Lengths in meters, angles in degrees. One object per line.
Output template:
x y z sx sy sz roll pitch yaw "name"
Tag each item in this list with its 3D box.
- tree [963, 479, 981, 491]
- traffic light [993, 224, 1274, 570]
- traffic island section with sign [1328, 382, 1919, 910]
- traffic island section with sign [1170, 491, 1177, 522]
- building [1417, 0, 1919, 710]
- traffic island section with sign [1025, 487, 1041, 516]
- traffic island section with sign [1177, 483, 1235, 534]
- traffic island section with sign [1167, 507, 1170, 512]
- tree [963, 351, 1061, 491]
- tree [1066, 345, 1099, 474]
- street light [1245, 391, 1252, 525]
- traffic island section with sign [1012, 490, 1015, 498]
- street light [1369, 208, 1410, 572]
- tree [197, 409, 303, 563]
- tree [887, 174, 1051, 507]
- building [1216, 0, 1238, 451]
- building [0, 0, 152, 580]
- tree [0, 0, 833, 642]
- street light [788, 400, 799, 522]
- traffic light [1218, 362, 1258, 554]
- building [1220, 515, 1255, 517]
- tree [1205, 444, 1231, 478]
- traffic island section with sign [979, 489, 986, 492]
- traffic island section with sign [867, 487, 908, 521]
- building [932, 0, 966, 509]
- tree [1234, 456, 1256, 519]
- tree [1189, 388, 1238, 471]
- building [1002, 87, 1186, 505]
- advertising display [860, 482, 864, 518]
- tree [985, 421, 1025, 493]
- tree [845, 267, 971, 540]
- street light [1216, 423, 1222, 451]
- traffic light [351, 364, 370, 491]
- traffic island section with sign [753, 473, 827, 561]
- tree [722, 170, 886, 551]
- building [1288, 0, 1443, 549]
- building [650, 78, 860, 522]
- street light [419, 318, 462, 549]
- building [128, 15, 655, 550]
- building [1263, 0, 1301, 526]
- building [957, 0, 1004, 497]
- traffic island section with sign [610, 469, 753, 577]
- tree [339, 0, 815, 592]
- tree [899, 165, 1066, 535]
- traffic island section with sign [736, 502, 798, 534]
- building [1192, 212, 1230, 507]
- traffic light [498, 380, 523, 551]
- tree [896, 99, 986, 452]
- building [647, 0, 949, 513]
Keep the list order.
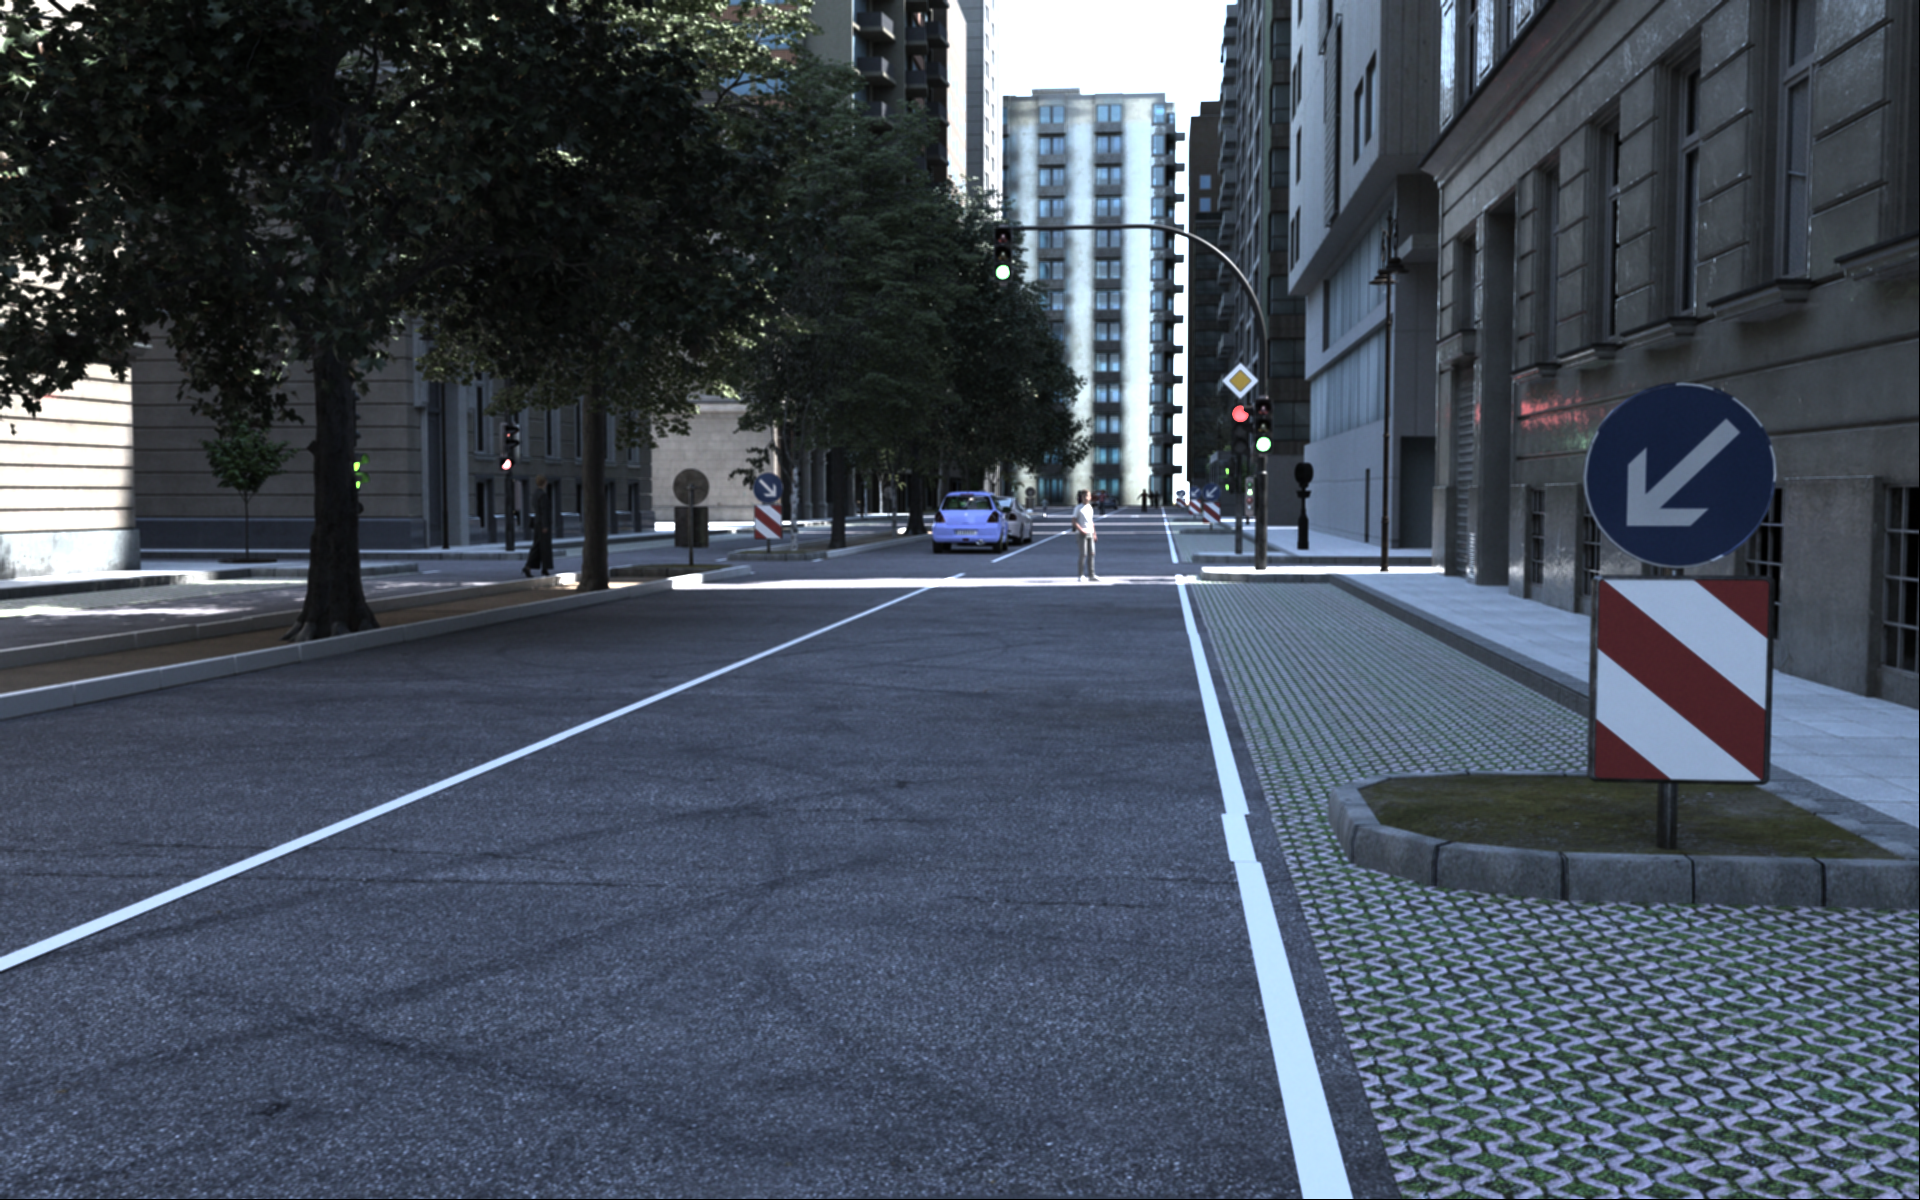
1.322 -10.219 161.676 1.663 3.219 1.824 0 3 0 "tree"
2.954 -3.334 29.179 4.771 5.953 1.251 0 4 7 "traffic light"
2.544 0.102 6.959 1.989 1.847 2.006 0 4 7 "traffic island section with sign"
12.090 -4.979 90.039 1.989 1.847 2.006 0 4 7 "traffic island section with sign"
13.320 -10.976 12.747 16.112 22.955 30.059 0 4 7 "building"
4.518 -6.388 112.584 2.006 1.907 1.989 0 4 7 "traffic island section with sign"
8.879 -3.268 62.054 1.989 1.847 2.006 0 4 7 "traffic island section with sign"
17.645 -7.936 138.386 1.989 1.847 2.006 0 4 7 "traffic island section with sign"
0.506 -8.723 79.495 8.767 10.594 7.601 0 4 7 "tree"
2.586 -10.618 93.068 9.611 12.733 9.660 0 3 0 "tree"
12.090 -6.106 72.624 0.468 5.910 1.993 0 4 7 "street light"
5.005 -9.734 167.781 1.989 1.847 2.006 0 4 7 "traffic island section with sign"
6.998 -3.400 28.376 0.468 5.910 1.993 0 4 7 "street light"
-13.525 -2.320 32.529 1.663 3.219 1.824 0 3 0 "tree"
-0.699 -9.837 69.952 9.857 13.997 8.962 0 3 0 "tree"
34.595 -32.769 155.375 23.786 49.044 30.456 0 4 7 "building"
-31.285 -12.619 25.398 34.723 24.649 14.460 0 4 7 "building"
-6.132 -5.954 16.821 9.611 12.733 9.660 0 3 0 "tree"
-7.627 -6.464 78.467 0.468 5.910 1.993 0 4 7 "street light"
5.955 -2.942 37.015 0.839 4.253 0.868 0 4 7 "traffic light"
25.139 -40.398 98.759 20.563 71.187 20.611 0 4 7 "building"
17.788 -7.975 114.101 4.285 4.588 4.351 0 3 0 "tree"
1.818 -8.037 140.035 1.989 1.847 2.006 0 4 7 "traffic island section with sign"
-3.773 -5.068 91.494 1.989 1.847 2.006 0 4 7 "traffic island section with sign"
-7.108 -30.569 149.915 14.600 45.320 14.200 0 4 7 "building"
14.526 -5.772 88.981 1.663 3.219 1.824 0 3 0 "tree"
17.980 -10.307 118.877 4.360 8.622 3.978 0 3 0 "tree"
11.433 -35.924 206.961 30.456 49.044 23.786 0 4 7 "building"
-5.321 -5.427 93.941 0.123 1.923 0.974 0 4 -7 "advertising display"
1.602 -8.129 85.727 4.737 8.622 4.395 0 3 0 "tree"
-1.986 -6.080 52.231 4.737 8.622 4.395 0 3 0 "tree"
16.520 -8.425 110.532 0.468 5.910 1.993 0 4 7 "street light"
-11.015 -2.568 30.905 0.839 4.253 0.868 0 4 7 "traffic light"
-4.056 -1.823 37.934 2.006 1.907 1.989 0 4 7 "traffic island section with sign"
-3.765 -5.298 39.448 4.360 8.622 3.978 0 3 0 "tree"
23.515 -28.088 48.475 27.495 52.752 28.713 0 4 7 "building"
-12.562 -13.972 79.356 10.553 20.767 40.483 0 4 7 "building"
-12.018 -4.130 40.307 0.468 5.910 1.993 0 4 7 "street light"
-17.676 -16.107 49.257 13.634 28.700 20.117 0 4 7 "building"
20.153 -18.556 75.096 14.160 30.474 14.107 0 4 7 "building"
-6.606 -45.344 179.628 20.611 71.187 20.563 0 4 7 "building"
-4.912 -1.372 30.577 2.006 1.907 1.989 0 4 7 "traffic island section with sign"
-5.409 -6.413 25.432 7.486 12.596 7.792 0 3 0 "tree"
-1.521 -8.608 60.205 9.611 12.733 9.660 0 3 0 "tree"
-6.993 -3.349 63.382 1.989 1.847 2.006 0 4 7 "traffic island section with sign"
31.106 -24.905 178.890 14.160 30.474 14.107 0 4 7 "building"
-8.015 -3.912 38.635 4.771 5.953 1.251 0 4 7 "traffic light"
-3.245 -7.629 45.320 7.486 12.596 7.792 0 3 0 "tree"
-12.654 -28.999 128.750 22.147 44.769 28.867 0 4 7 "building"
